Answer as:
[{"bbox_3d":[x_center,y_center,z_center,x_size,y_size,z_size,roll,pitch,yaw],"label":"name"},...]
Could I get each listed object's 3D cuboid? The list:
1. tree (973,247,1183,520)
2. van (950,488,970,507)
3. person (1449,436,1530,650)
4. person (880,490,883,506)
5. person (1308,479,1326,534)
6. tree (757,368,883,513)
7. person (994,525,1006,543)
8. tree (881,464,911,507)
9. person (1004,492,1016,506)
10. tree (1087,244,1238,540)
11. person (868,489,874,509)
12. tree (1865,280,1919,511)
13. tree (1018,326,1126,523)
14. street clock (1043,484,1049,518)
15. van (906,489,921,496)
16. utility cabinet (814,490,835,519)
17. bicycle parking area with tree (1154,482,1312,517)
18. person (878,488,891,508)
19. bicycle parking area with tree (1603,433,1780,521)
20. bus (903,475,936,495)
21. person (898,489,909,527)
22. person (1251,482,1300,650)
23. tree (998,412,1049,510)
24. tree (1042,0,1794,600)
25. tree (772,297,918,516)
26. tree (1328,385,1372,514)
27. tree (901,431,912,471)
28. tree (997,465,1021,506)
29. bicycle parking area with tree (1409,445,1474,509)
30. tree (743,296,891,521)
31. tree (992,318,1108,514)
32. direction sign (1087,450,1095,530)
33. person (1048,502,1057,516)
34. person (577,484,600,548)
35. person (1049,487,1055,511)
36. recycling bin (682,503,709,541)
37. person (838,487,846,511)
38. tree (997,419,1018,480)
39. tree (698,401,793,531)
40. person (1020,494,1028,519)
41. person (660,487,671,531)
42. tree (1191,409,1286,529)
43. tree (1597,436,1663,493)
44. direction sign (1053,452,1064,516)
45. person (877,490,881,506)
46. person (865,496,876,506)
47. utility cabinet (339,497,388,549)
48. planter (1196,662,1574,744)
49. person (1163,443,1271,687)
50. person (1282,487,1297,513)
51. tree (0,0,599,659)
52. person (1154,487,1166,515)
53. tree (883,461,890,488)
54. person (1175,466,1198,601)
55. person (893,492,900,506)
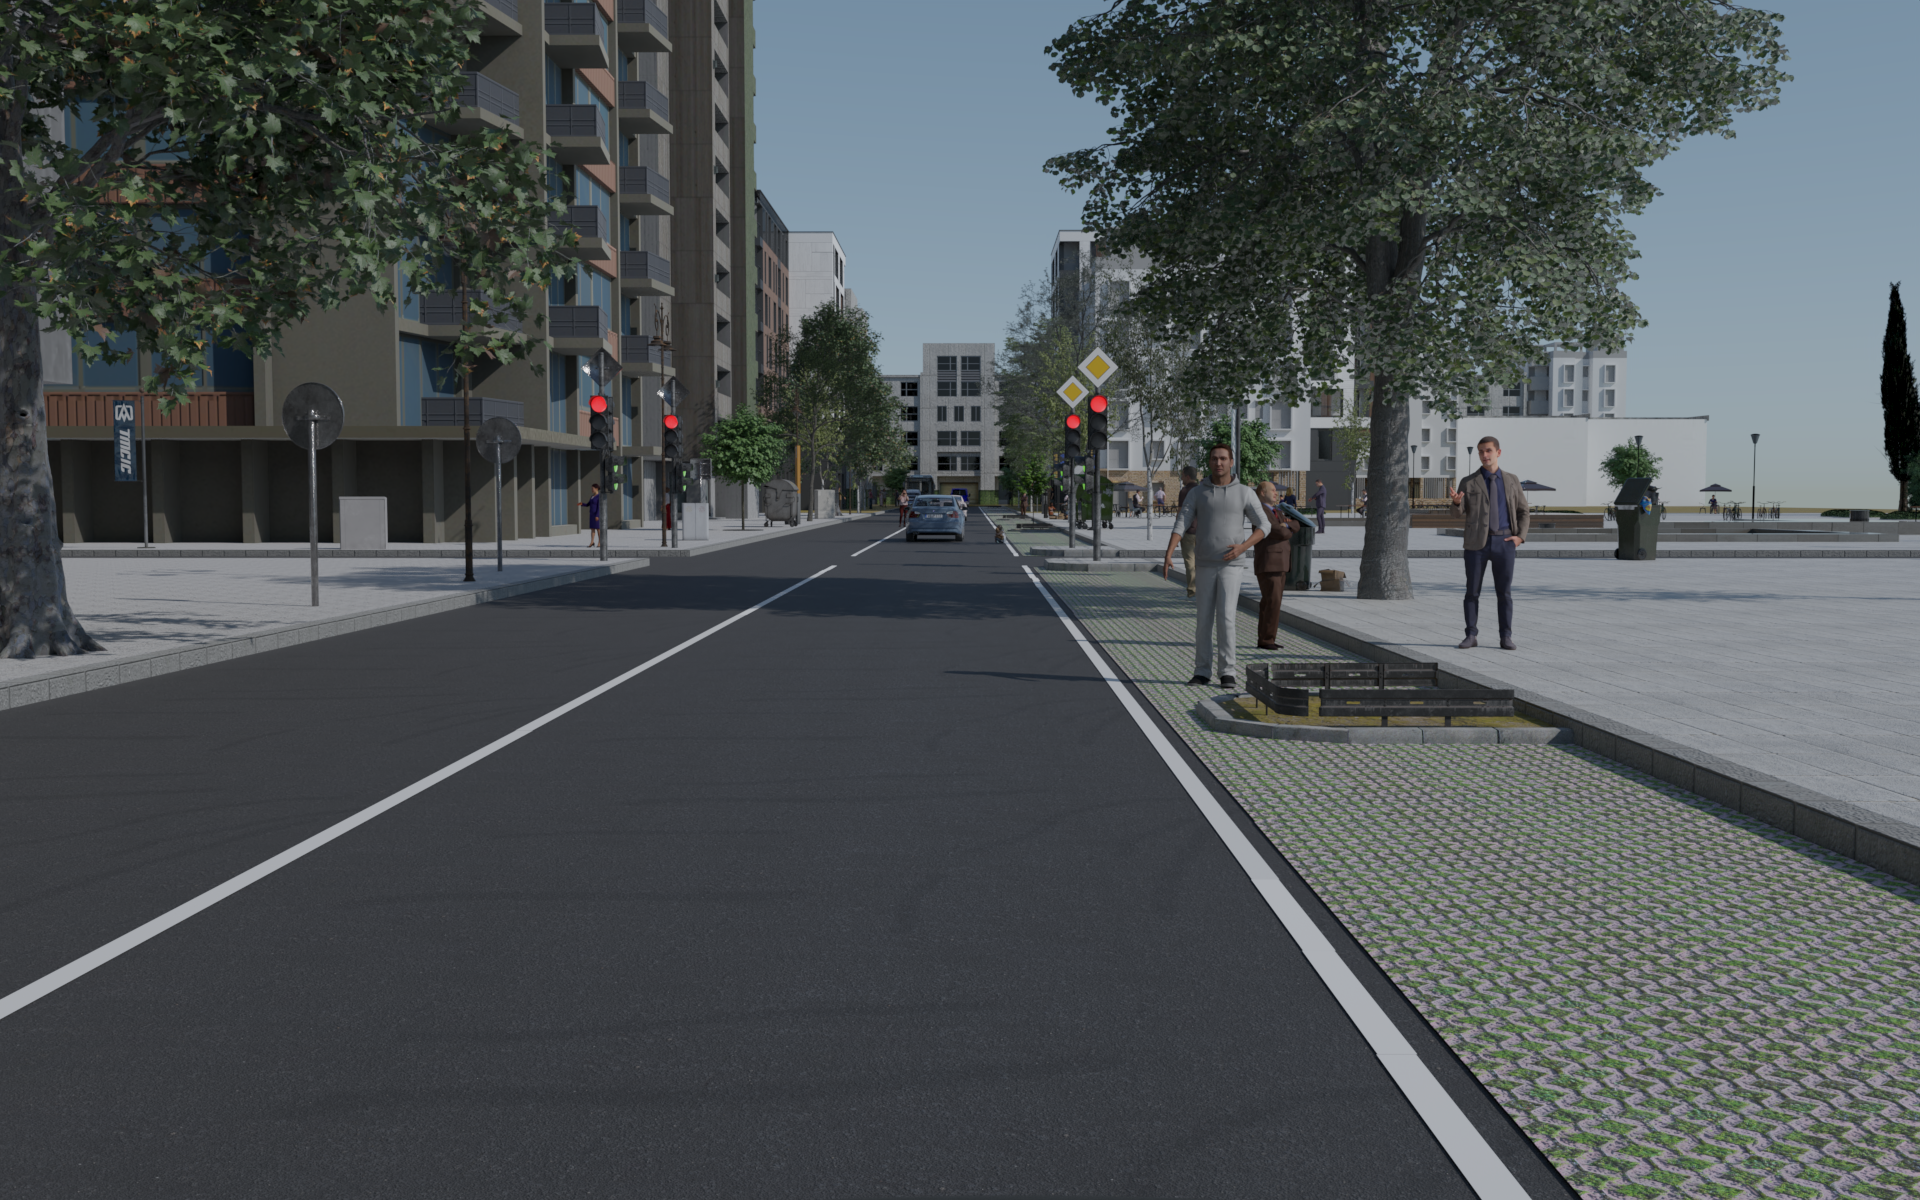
[{"bbox_3d":[5.818,-10.700,85.316,12.009,13.543,11.850,0,3,0],"label":"tree"},{"bbox_3d":[-0.014,-11.289,188.954,2.240,2.365,5.245,0,4,2],"label":"van"},{"bbox_3d":[4.332,-0.467,14.212,0.617,1.759,0.750,1,4,21],"label":"person"},{"bbox_3d":[-8.131,-10.598,179.986,0.551,1.740,0.621,1,4,17],"label":"person"},{"bbox_3d":[11.584,-3.038,56.166,0.568,1.767,0.683,1,4,12],"label":"person"},{"bbox_3d":[-7.508,-8.714,92.828,4.737,8.622,4.395,0,3,0],"label":"tree"},{"bbox_3d":[1.174,-1.931,50.541,0.357,0.543,0.381,0,4,-6],"label":"person"},{"bbox_3d":[-6.414,-11.810,176.805,4.285,4.588,4.351,0,3,0],"label":"tree"},{"bbox_3d":[5.621,-11.470,193.602,1.348,1.821,0.705,1,4,11],"label":"person"},{"bbox_3d":[5.408,-5.950,47.651,4.360,8.622,3.978,0,3,0],"label":"tree"},{"bbox_3d":[-7.486,-8.560,146.722,0.721,1.743,1.217,1,4,12],"label":"person"},{"bbox_3d":[60.590,-12.328,103.390,13.155,14.587,18.604,0,4,-7],"label":"tree"},{"bbox_3d":[5.113,-7.739,76.893,4.737,8.622,4.395,0,3,0],"label":"tree"},{"bbox_3d":[4.539,-5.326,91.648,0.358,2.002,0.471,-1,4,-16],"label":"street clock"},{"bbox_3d":[-4.112,-8.793,150.782,2.013,2.044,4.112,0,4,-1],"label":"van"},{"bbox_3d":[-6.995,-4.952,89.636,0.318,1.500,1.173,3,5,43],"label":"utility cabinet"},{"bbox_3d":[15.275,-6.737,97.145,8.231,4.147,9.016,-3,4,-39],"label":"bicycle parking area with tree"},{"bbox_3d":[-7.218,-9.744,165.357,1.348,1.824,0.705,-2,4,-28],"label":"person"},{"bbox_3d":[35.331,-5.894,83.370,8.231,4.147,9.016,3,5,42],"label":"bicycle parking area with tree"},{"bbox_3d":[-3.717,-10.211,161.801,2.948,3.499,13.247,0,4,0],"label":"bus"},{"bbox_3d":[-2.452,-4.014,75.585,0.517,1.644,0.566,2,4,31],"label":"person"},{"bbox_3d":[2.901,-0.318,15.967,0.388,1.546,0.482,2,4,34],"label":"person"},{"bbox_3d":[5.222,-11.584,139.758,4.360,8.622,3.978,0,3,0],"label":"tree"},{"bbox_3d":[5.172,-6.992,20.973,9.857,13.997,8.962,0,3,0],"label":"tree"},{"bbox_3d":[-7.213,-11.264,101.168,9.611,12.733,9.660,0,3,0],"label":"tree"},{"bbox_3d":[26.039,-10.004,113.924,4.737,8.622,4.395,0,3,0],"label":"tree"},{"bbox_3d":[-6.987,-14.773,191.892,4.737,8.622,4.395,0,3,0],"label":"tree"},{"bbox_3d":[5.467,-12.004,179.978,4.285,4.588,4.351,0,3,0],"label":"tree"},{"bbox_3d":[28.761,-7.095,103.005,8.231,4.147,9.016,-1,4,-23],"label":"bicycle parking area with tree"},{"bbox_3d":[-6.725,-8.976,81.169,7.601,10.594,8.767,0,4,-7],"label":"tree"},{"bbox_3d":[5.620,-11.738,110.042,7.486,12.596,7.792,0,3,0],"label":"tree"},{"bbox_3d":[4.681,-4.226,61.100,0.379,3.537,0.876,1,4,18],"label":"direction sign"},{"bbox_3d":[5.123,-4.960,95.432,0.859,0.850,0.655,-3,5,-40],"label":"person"},{"bbox_3d":[-8.800,-2.017,41.391,0.453,1.535,0.546,2,4,25],"label":"person"},{"bbox_3d":[6.742,-7.419,127.356,0.705,1.822,1.348,0,4,-1],"label":"person"},{"bbox_3d":[-7.351,-2.173,48.087,0.722,1.027,0.722,-1,4,-9],"label":"recycling bin"},{"bbox_3d":[-9.038,-7.534,129.324,0.705,1.812,1.348,-3,5,-43],"label":"person"},{"bbox_3d":[5.346,-10.631,124.181,4.737,8.622,4.395,0,3,0],"label":"tree"},{"bbox_3d":[-7.554,-4.722,60.911,4.285,4.588,4.351,0,3,0],"label":"tree"},{"bbox_3d":[3.677,-5.412,99.258,0.482,1.546,0.388,1,4,16],"label":"person"},{"bbox_3d":[-10.369,-3.219,61.144,0.387,1.526,0.523,0,4,-3],"label":"person"},{"bbox_3d":[10.193,-4.878,63.474,4.285,4.588,4.351,0,3,0],"label":"tree"},{"bbox_3d":[37.582,-6.948,97.311,4.285,4.588,4.351,0,3,0],"label":"tree"},{"bbox_3d":[5.324,-6.204,93.428,0.876,3.537,0.379,-3,5,-44],"label":"direction sign"},{"bbox_3d":[-8.542,-10.865,184.208,0.721,1.766,1.217,1,4,21],"label":"person"},{"bbox_3d":[-8.059,-8.996,156.386,1.065,1.426,0.557,-2,4,-28],"label":"person"},{"bbox_3d":[-13.880,-1.783,40.306,1.020,1.237,0.306,-1,4,-9],"label":"utility cabinet"},{"bbox_3d":[2.523,0.629,10.855,1.991,0.319,1.994,0,4,0],"label":"planter"},{"bbox_3d":[1.870,-0.256,12.828,0.875,1.805,0.789,1,4,18],"label":"person"},{"bbox_3d":[10.814,-2.958,56.950,0.480,1.512,0.613,1,4,22],"label":"person"},{"bbox_3d":[-7.630,-5.907,13.595,9.611,12.733,9.660,0,3,0],"label":"tree"},{"bbox_3d":[12.392,-6.116,106.977,0.756,1.711,0.436,2,4,32],"label":"person"},{"bbox_3d":[-7.223,-10.287,118.547,4.737,8.622,4.395,0,3,0],"label":"tree"},{"bbox_3d":[3.109,-0.894,23.241,0.598,1.807,0.434,-1,4,-23],"label":"person"},{"bbox_3d":[-6.618,-10.615,180.123,0.617,1.759,0.750,1,4,12],"label":"person"}]
